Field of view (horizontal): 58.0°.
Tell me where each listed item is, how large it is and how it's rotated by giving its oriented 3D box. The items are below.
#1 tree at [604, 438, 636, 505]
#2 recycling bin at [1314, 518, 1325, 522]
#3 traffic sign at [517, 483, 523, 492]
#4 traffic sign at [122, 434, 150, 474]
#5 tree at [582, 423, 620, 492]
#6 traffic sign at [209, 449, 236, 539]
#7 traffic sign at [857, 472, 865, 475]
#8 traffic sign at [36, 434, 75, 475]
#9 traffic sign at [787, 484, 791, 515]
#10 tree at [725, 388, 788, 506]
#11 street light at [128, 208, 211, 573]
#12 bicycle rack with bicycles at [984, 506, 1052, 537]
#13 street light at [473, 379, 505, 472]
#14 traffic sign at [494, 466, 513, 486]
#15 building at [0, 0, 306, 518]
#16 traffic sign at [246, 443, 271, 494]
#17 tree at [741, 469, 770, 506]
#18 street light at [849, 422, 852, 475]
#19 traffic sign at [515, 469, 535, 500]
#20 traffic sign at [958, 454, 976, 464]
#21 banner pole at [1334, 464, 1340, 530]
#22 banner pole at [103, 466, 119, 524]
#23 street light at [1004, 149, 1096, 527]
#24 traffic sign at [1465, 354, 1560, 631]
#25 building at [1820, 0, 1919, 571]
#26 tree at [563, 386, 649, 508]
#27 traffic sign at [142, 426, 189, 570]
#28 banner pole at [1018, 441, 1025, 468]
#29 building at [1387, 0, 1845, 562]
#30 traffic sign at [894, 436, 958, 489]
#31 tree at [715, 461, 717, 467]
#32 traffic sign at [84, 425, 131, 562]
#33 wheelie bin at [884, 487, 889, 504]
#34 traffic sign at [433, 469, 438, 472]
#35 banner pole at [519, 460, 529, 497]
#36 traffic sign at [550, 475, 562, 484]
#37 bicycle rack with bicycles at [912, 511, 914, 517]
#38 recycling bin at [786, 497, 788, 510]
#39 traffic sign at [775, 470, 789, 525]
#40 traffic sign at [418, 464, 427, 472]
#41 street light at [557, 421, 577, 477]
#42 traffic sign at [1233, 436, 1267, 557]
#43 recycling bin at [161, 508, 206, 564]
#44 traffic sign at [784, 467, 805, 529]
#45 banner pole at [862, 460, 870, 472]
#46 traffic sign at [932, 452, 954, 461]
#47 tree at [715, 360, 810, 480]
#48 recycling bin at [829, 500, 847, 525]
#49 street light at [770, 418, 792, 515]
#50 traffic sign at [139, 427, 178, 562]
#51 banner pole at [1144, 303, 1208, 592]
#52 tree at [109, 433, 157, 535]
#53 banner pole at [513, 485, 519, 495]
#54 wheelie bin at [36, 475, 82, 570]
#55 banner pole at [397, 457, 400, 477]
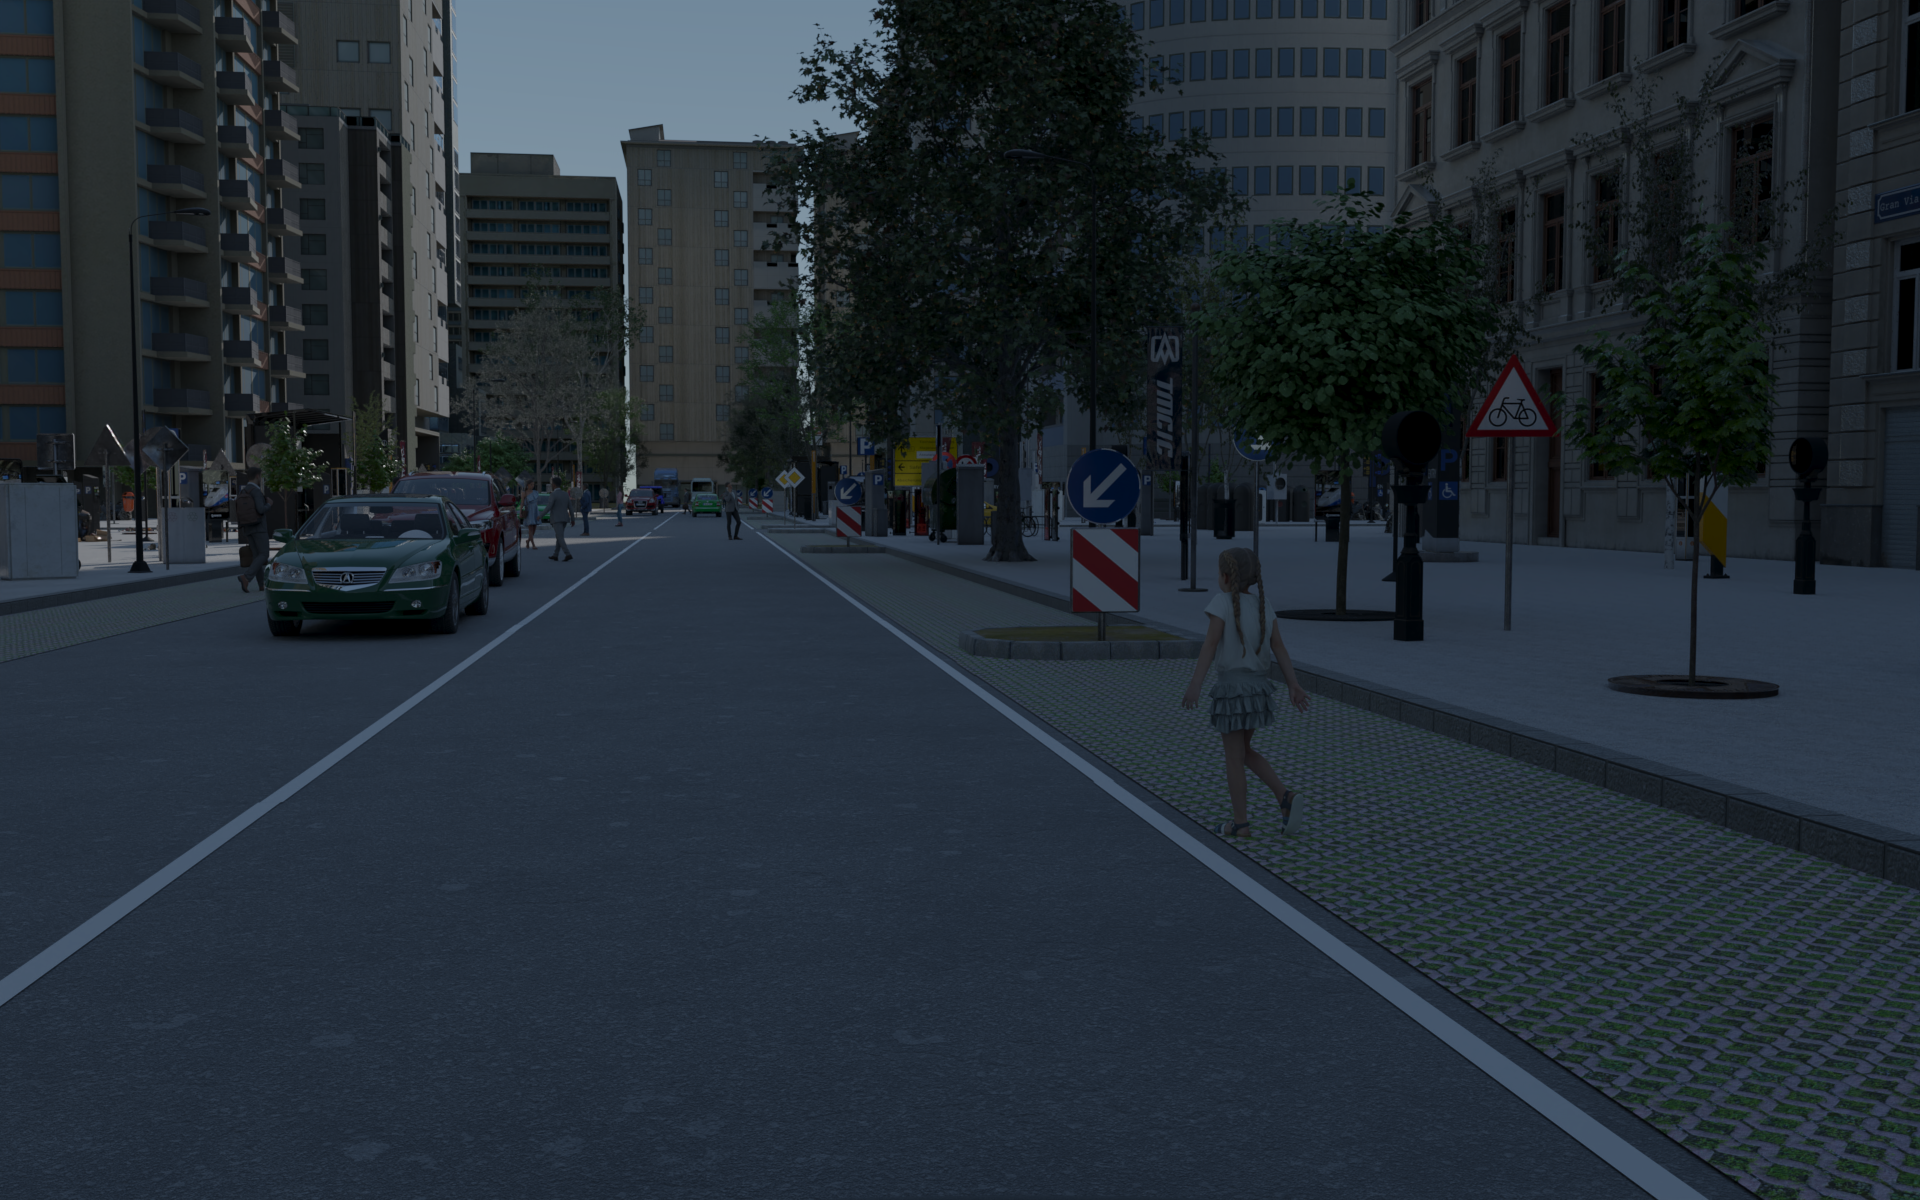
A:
[{"bbox_3d":[-41.557,-15.888,210.128,4.360,8.622,3.978,0,3,0],"label":"tree"},{"bbox_3d":[16.593,-4.053,78.814,0.722,1.027,0.722,-2,4,-23],"label":"recycling bin"},{"bbox_3d":[-27.916,-6.752,110.504,0.768,2.556,0.104,0,4,0],"label":"traffic sign"},{"bbox_3d":[-15.635,-1.948,33.029,0.795,2.450,0.064,0,4,-7],"label":"traffic sign"},{"bbox_3d":[-36.812,-13.924,178.014,4.737,8.622,4.395,0,3,0],"label":"tree"},{"bbox_3d":[-21.274,-3.052,49.898,0.884,2.594,0.081,0,4,0],"label":"traffic sign"},{"bbox_3d":[-5.598,-6.084,99.581,0.768,2.556,0.104,0,4,-5],"label":"traffic sign"},{"bbox_3d":[-15.295,-1.663,29.320,0.606,2.300,0.079,0,4,-4],"label":"traffic sign"},{"bbox_3d":[-10.258,-6.272,104.672,0.606,2.300,0.079,0,4,-7],"label":"traffic sign"},{"bbox_3d":[-21.208,-16.249,183.794,7.486,12.596,7.792,0,3,0],"label":"tree"},{"bbox_3d":[-12.852,-3.403,28.177,1.470,5.913,1.316,-1,4,-8],"label":"street light"},{"bbox_3d":[1.536,-2.395,52.541,2.852,0.926,2.925,-2,4,-31],"label":"bicycle rack with bicycles"},{"bbox_3d":[-19.045,-5.958,69.952,1.470,5.913,1.316,-1,4,-8],"label":"street light"},{"bbox_3d":[-16.493,-3.596,62.438,0.795,2.450,0.064,-1,4,-8],"label":"traffic sign"},{"bbox_3d":[-51.836,-27.327,101.414,22.147,44.769,28.867,-1,4,-8],"label":"building"},{"bbox_3d":[-17.389,-2.634,43.172,0.768,2.556,0.104,0,4,-7],"label":"traffic sign"},{"bbox_3d":[-22.441,-12.686,191.134,4.285,4.588,4.351,0,3,0],"label":"tree"},{"bbox_3d":[-4.558,-5.561,63.471,1.470,5.913,1.316,-1,4,-8],"label":"street light"},{"bbox_3d":[-17.659,-4.079,70.338,0.795,2.450,0.064,-1,4,-8],"label":"traffic sign"},{"bbox_3d":[0.191,-3.403,55.744,0.768,2.556,0.104,0,4,-3],"label":"traffic sign"},{"bbox_3d":[13.663,-4.426,62.375,0.401,3.779,0.863,-2,4,-28],"label":"banner pole"},{"bbox_3d":[-36.374,-5.140,74.052,0.863,3.779,0.401,2,4,26],"label":"banner pole"},{"bbox_3d":[1.284,-3.122,23.589,1.470,5.913,1.316,-1,4,-8],"label":"street light"},{"bbox_3d":[5.150,-0.992,16.218,0.884,2.594,0.081,0,4,-1],"label":"traffic sign"},{"bbox_3d":[23.017,-13.598,19.597,12.463,27.353,25.104,-1,4,-8],"label":"building"},{"bbox_3d":[-33.177,-14.476,162.442,9.928,11.665,9.643,0,3,0],"label":"tree"},{"bbox_3d":[-13.399,-1.715,29.224,0.795,2.450,0.064,0,4,1],"label":"traffic sign"},{"bbox_3d":[3.014,-5.639,82.218,0.401,3.779,0.863,0,4,3],"label":"banner pole"},{"bbox_3d":[19.341,-12.625,42.583,11.583,22.565,21.152,-1,4,-8],"label":"building"},{"bbox_3d":[-1.190,-4.087,60.702,2.265,3.308,0.079,0,4,-2],"label":"traffic sign"},{"bbox_3d":[-27.475,-17.593,222.057,8.767,10.594,7.601,0,4,7],"label":"tree"},{"bbox_3d":[-15.957,-1.983,32.428,0.884,2.594,0.081,0,4,0],"label":"traffic sign"},{"bbox_3d":[-3.329,-4.221,76.914,0.693,1.594,0.980,-1,4,-15],"label":"wheelie bin"},{"bbox_3d":[-23.850,-4.749,78.836,0.795,2.450,0.064,0,4,-4],"label":"traffic sign"},{"bbox_3d":[-32.544,-8.498,128.953,0.863,3.779,0.401,-3,5,-43],"label":"banner pole"},{"bbox_3d":[-26.825,-7.027,114.991,0.768,2.556,0.104,0,4,-4],"label":"traffic sign"},{"bbox_3d":[-2.134,-5.033,95.667,2.925,0.926,2.852,0,4,5],"label":"bicycle rack with bicycles"},{"bbox_3d":[-14.588,-7.922,142.080,0.722,1.027,0.722,-2,4,-34],"label":"recycling bin"},{"bbox_3d":[-7.274,-4.171,71.845,0.795,2.450,0.064,-1,4,-8],"label":"traffic sign"},{"bbox_3d":[-22.911,-4.516,73.846,0.884,2.594,0.081,0,4,-3],"label":"traffic sign"},{"bbox_3d":[-25.016,-8.419,110.197,1.470,5.913,1.316,-1,4,-8],"label":"street light"},{"bbox_3d":[4.564,-1.624,26.658,0.768,2.556,0.104,0,4,0],"label":"traffic sign"},{"bbox_3d":[-14.394,-1.197,32.133,0.722,1.027,0.722,-1,4,-23],"label":"recycling bin"},{"bbox_3d":[-6.108,-3.688,63.945,0.795,2.450,0.064,-1,4,-8],"label":"traffic sign"},{"bbox_3d":[-6.833,-8.285,125.484,0.863,3.779,0.401,0,4,6],"label":"banner pole"},{"bbox_3d":[-0.489,-3.170,51.929,0.768,2.556,0.104,0,4,-6],"label":"traffic sign"},{"bbox_3d":[-17.200,-14.937,154.596,12.009,13.543,11.850,0,3,0],"label":"tree"},{"bbox_3d":[-5.021,-3.615,71.666,0.722,1.027,0.722,-1,4,-15],"label":"recycling bin"},{"bbox_3d":[-10.913,-8.175,106.207,1.470,5.913,1.316,-1,4,-8],"label":"street light"},{"bbox_3d":[-15.162,-2.001,32.818,0.768,2.556,0.104,0,4,-6],"label":"traffic sign"},{"bbox_3d":[2.849,-2.004,22.779,0.863,3.779,0.401,0,4,5],"label":"banner pole"},{"bbox_3d":[-26.057,-3.707,55.209,1.663,3.219,1.824,0,3,0],"label":"tree"},{"bbox_3d":[-32.813,-8.378,126.995,0.401,3.779,0.863,-1,4,-21],"label":"banner pole"},{"bbox_3d":[-14.904,-1.255,28.435,0.980,1.594,0.693,2,4,25],"label":"wheelie bin"},{"bbox_3d":[-37.572,-7.703,115.964,0.401,3.779,0.863,-2,4,-28],"label":"banner pole"}]
